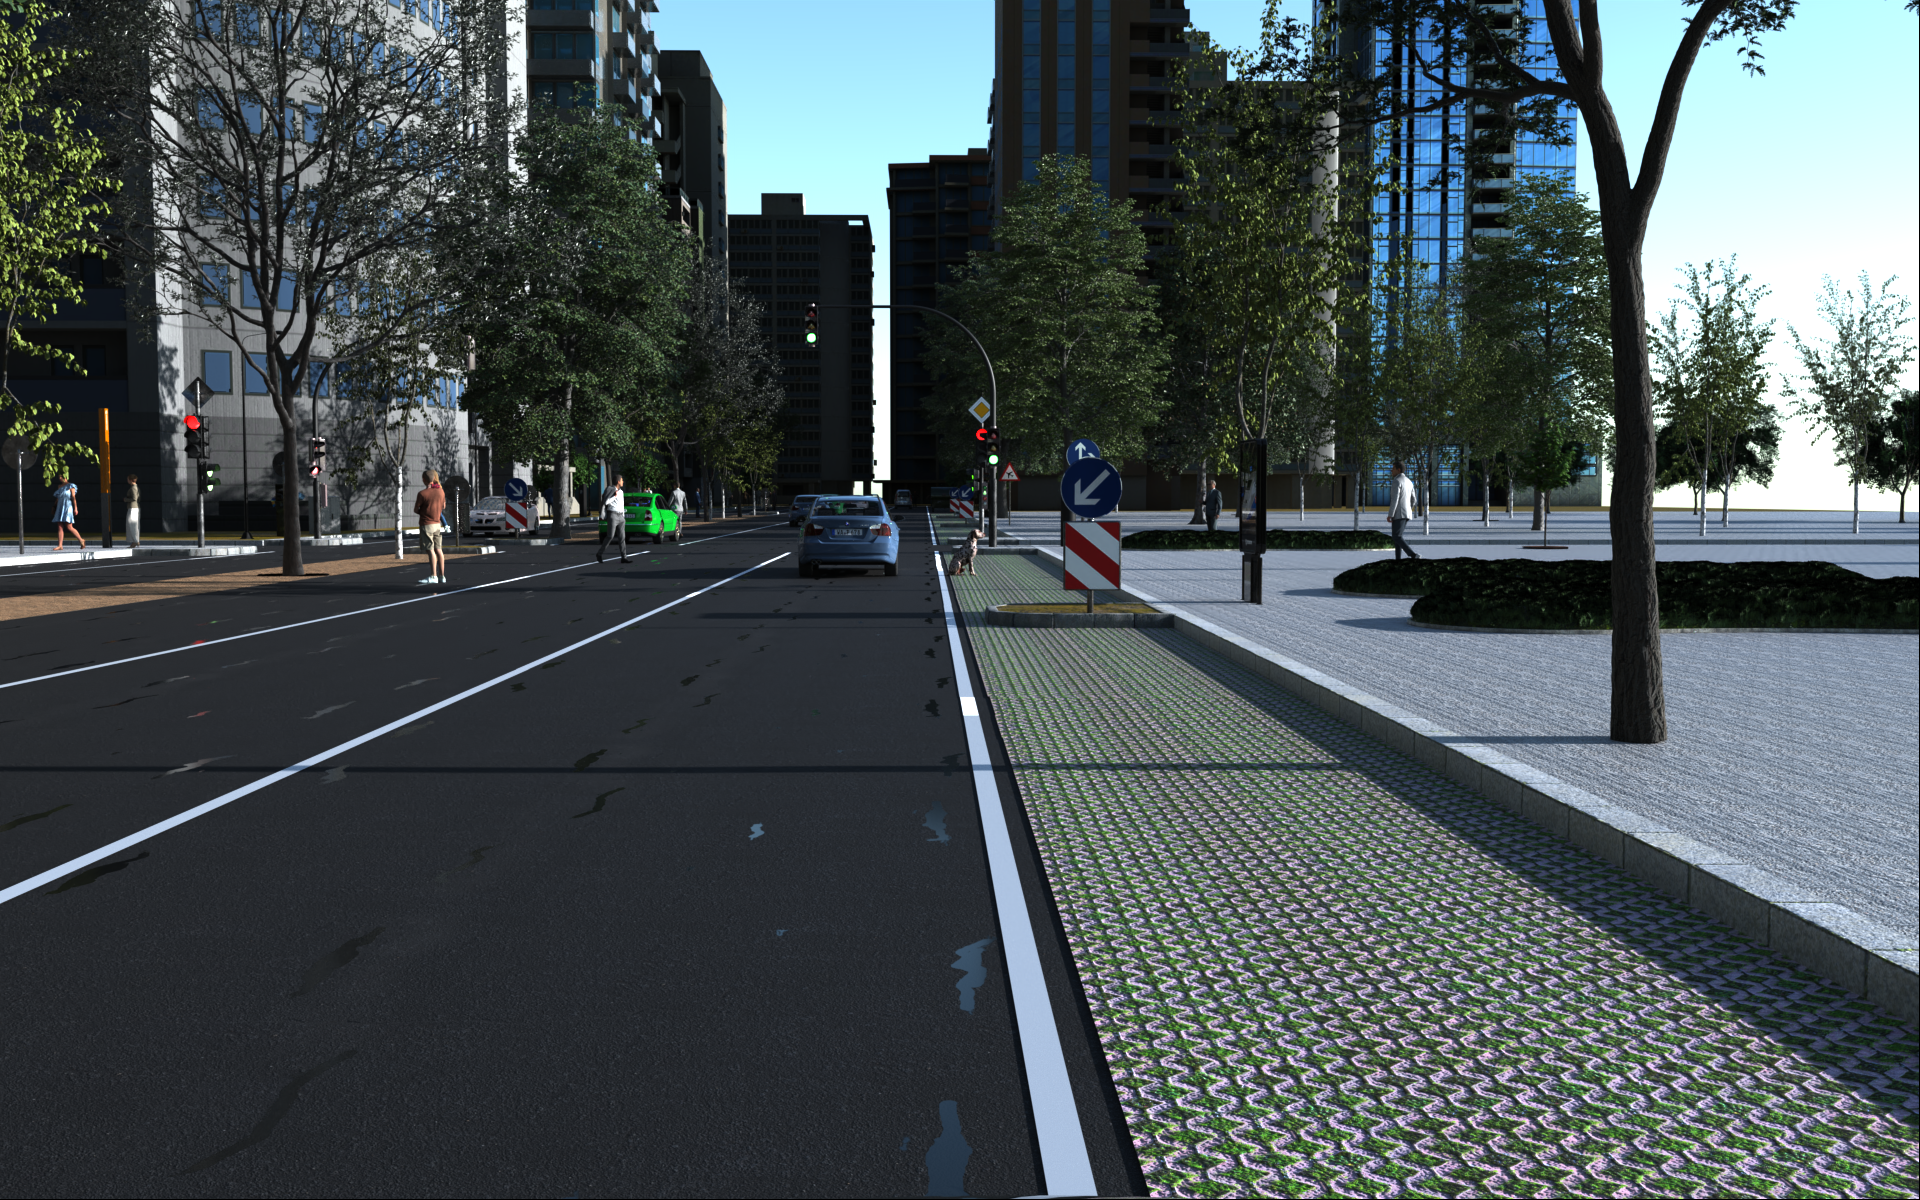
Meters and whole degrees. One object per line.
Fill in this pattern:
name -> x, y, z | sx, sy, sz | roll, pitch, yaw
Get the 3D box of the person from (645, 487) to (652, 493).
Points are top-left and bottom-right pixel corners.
person -> -22.233, -7.191, 123.486 | 0.818, 1.842, 0.514 | 2, 4, 34

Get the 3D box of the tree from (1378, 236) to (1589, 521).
tree -> 25.047, -10.519, 82.362 | 12.009, 13.543, 11.850 | 0, 3, 0

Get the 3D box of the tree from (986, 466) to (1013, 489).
tree -> 2.431, -7.284, 113.696 | 1.663, 3.219, 1.824 | 0, 3, 0

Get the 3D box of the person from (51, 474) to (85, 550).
person -> -20.464, -2.048, 39.622 | 0.616, 1.811, 0.778 | 2, 4, 26

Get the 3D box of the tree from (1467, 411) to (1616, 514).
tree -> 41.815, -9.201, 113.344 | 20.602, 7.101, 11.467 | 3, 5, 40

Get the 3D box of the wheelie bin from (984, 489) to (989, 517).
wheelie bin -> 1.665, -5.394, 96.099 | 0.693, 1.594, 0.980 | 1, 4, 14

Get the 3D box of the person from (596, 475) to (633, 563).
person -> -7.176, -1.666, 35.839 | 0.850, 1.850, 0.679 | 1, 4, 22

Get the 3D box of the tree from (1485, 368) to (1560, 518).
tree -> 29.422, -8.652, 91.816 | 4.360, 8.622, 3.978 | 0, 3, 0

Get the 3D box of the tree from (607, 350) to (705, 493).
tree -> -13.022, -7.189, 70.360 | 4.737, 8.622, 4.395 | 0, 3, 0

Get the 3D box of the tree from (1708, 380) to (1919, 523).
tree -> 43.970, -7.172, 80.169 | 20.602, 7.101, 11.467 | 0, 4, -4

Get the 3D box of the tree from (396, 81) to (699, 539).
tree -> -12.687, -8.899, 54.615 | 9.857, 13.997, 8.962 | 0, 3, 0

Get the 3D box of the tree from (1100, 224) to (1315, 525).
tree -> 10.283, -9.528, 72.793 | 9.611, 12.733, 9.660 | 0, 3, 0

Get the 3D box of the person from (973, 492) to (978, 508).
person -> 1.483, -9.713, 164.845 | 1.348, 1.824, 0.705 | 0, 4, -8

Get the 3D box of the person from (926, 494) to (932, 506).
person -> -3.073, -11.206, 191.729 | 1.348, 1.822, 0.705 | 1, 4, 17

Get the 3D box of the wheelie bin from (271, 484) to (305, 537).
wheelie bin -> -20.351, -2.725, 52.469 | 0.980, 1.594, 0.693 | -1, 4, -17

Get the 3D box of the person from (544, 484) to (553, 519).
person -> -21.269, -5.127, 90.055 | 0.721, 1.800, 0.419 | 0, 4, -5

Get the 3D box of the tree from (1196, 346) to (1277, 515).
tree -> 16.870, -10.942, 104.651 | 9.928, 11.665, 9.643 | 0, 3, 0

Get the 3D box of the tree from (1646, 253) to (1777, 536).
tree -> 22.622, -6.280, 53.034 | 4.737, 8.622, 4.395 | 0, 3, 0

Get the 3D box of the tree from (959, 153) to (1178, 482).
tree -> 3.306, -8.595, 58.655 | 7.486, 12.596, 7.792 | 0, 3, 0

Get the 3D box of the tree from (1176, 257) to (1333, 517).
tree -> 15.452, -11.512, 94.875 | 9.857, 13.997, 8.962 | 0, 3, 0

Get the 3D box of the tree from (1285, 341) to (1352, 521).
tree -> 16.524, -8.117, 83.079 | 4.360, 8.622, 3.978 | 0, 3, 0

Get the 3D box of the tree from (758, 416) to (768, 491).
tree -> -13.742, -9.025, 100.376 | 4.737, 8.622, 4.395 | 0, 3, 0

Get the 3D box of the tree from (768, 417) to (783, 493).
tree -> -13.709, -9.933, 115.230 | 4.737, 8.622, 4.395 | 0, 3, 0

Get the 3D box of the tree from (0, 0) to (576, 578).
tree -> -11.567, -7.141, 29.577 | 12.009, 13.543, 11.850 | 0, 3, 0

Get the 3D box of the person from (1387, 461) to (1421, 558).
person -> 7.581, -1.446, 29.526 | 0.661, 1.843, 0.795 | -3, 5, -44

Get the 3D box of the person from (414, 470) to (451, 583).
person -> -8.544, -1.196, 28.037 | 0.573, 1.828, 0.580 | -1, 4, -22

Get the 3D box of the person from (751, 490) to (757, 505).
person -> -23.356, -11.682, 197.051 | 0.705, 1.822, 1.348 | 1, 4, 22

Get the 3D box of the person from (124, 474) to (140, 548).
person -> -19.765, -2.125, 41.334 | 0.362, 1.759, 0.519 | -1, 4, -12

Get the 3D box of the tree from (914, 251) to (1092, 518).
tree -> 2.344, -11.289, 91.236 | 9.857, 13.997, 8.962 | 0, 3, 0

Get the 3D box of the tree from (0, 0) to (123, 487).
tree -> -11.579, -4.101, 19.872 | 4.737, 8.622, 4.395 | 0, 3, 0

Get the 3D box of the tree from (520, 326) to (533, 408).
tree -> -12.842, -7.768, 63.884 | 8.767, 10.594, 7.601 | 0, 4, -1

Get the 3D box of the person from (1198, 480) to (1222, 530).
person -> 6.710, -2.313, 46.488 | 0.590, 1.801, 0.661 | -2, 4, -32

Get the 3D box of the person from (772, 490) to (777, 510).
person -> -16.243, -8.742, 151.986 | 0.434, 1.755, 0.990 | 1, 4, 18

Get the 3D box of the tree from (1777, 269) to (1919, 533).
tree -> 28.953, -6.474, 56.206 | 4.360, 8.622, 3.978 | 0, 3, 0

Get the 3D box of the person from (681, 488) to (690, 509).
person -> -23.739, -8.710, 148.460 | 1.348, 1.822, 0.705 | 2, 4, 31

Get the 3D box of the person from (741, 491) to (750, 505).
person -> -25.008, -11.897, 201.278 | 1.217, 1.735, 0.721 | -1, 4, -15

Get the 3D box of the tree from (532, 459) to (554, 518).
tree -> -22.314, -5.998, 92.662 | 1.663, 3.219, 1.824 | 0, 3, 0

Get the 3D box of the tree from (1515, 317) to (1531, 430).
tree -> 20.656, -7.210, 68.250 | 4.737, 8.622, 4.395 | 0, 3, 0

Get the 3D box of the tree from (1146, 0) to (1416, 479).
tree -> 4.570, -4.611, 25.749 | 4.737, 8.622, 4.395 | 0, 3, 0

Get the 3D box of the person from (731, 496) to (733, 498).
person -> -26.534, -11.865, 200.581 | 0.434, 1.755, 0.990 | -1, 4, -21

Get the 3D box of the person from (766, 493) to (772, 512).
person -> -14.548, -7.490, 131.760 | 0.742, 1.727, 0.445 | 2, 4, 25

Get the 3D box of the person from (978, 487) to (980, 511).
person -> 1.552, -7.654, 131.205 | 0.705, 1.821, 1.348 | -1, 4, -17

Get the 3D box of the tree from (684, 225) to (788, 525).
tree -> -12.941, -10.143, 78.672 | 12.009, 13.543, 11.850 | 0, 3, 0

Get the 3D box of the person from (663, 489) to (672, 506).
person -> -23.244, -8.038, 138.182 | 1.217, 1.735, 0.721 | -3, 5, -41

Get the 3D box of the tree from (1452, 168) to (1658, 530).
tree -> 20.837, -8.737, 60.985 | 7.486, 12.596, 7.792 | 0, 3, 0

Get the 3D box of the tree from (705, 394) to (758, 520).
tree -> -13.687, -8.693, 94.953 | 4.737, 8.622, 4.395 | 0, 3, 0

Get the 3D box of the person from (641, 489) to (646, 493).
person -> -23.203, -7.378, 127.231 | 0.990, 1.755, 0.434 | -1, 4, -18

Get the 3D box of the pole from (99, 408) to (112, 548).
pole -> -20.374, -2.902, 41.286 | 0.158, 3.312, 0.155 | 0, 3, 0

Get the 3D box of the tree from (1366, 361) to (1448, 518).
tree -> 24.032, -8.654, 91.850 | 4.360, 8.622, 3.978 | 0, 3, 0

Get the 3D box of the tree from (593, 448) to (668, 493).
tree -> -21.899, -8.278, 119.056 | 4.285, 4.588, 4.351 | 0, 3, 0

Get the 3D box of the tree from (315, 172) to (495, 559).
tree -> -12.331, -5.209, 37.982 | 4.360, 8.622, 3.978 | 0, 3, 0

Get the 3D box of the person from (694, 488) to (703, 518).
person -> -15.857, -5.873, 104.705 | 0.419, 1.800, 0.721 | -1, 4, -22

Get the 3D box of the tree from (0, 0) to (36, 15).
tree -> -11.551, -6.277, 11.748 | 9.857, 13.997, 8.962 | 0, 3, 0

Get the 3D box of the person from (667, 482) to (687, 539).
person -> -8.980, -2.826, 54.825 | 0.853, 1.813, 0.709 | 3, 5, 39

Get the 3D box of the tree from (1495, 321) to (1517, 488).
tree -> 14.561, -6.319, 53.676 | 4.737, 8.622, 4.395 | 0, 3, 0

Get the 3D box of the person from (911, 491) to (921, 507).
person -> -4.923, -11.057, 189.311 | 1.348, 1.821, 0.705 | -1, 4, -13

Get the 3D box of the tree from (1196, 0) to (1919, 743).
tree -> 3.700, -4.563, 9.018 | 8.767, 10.594, 7.601 | 2, 4, 24
